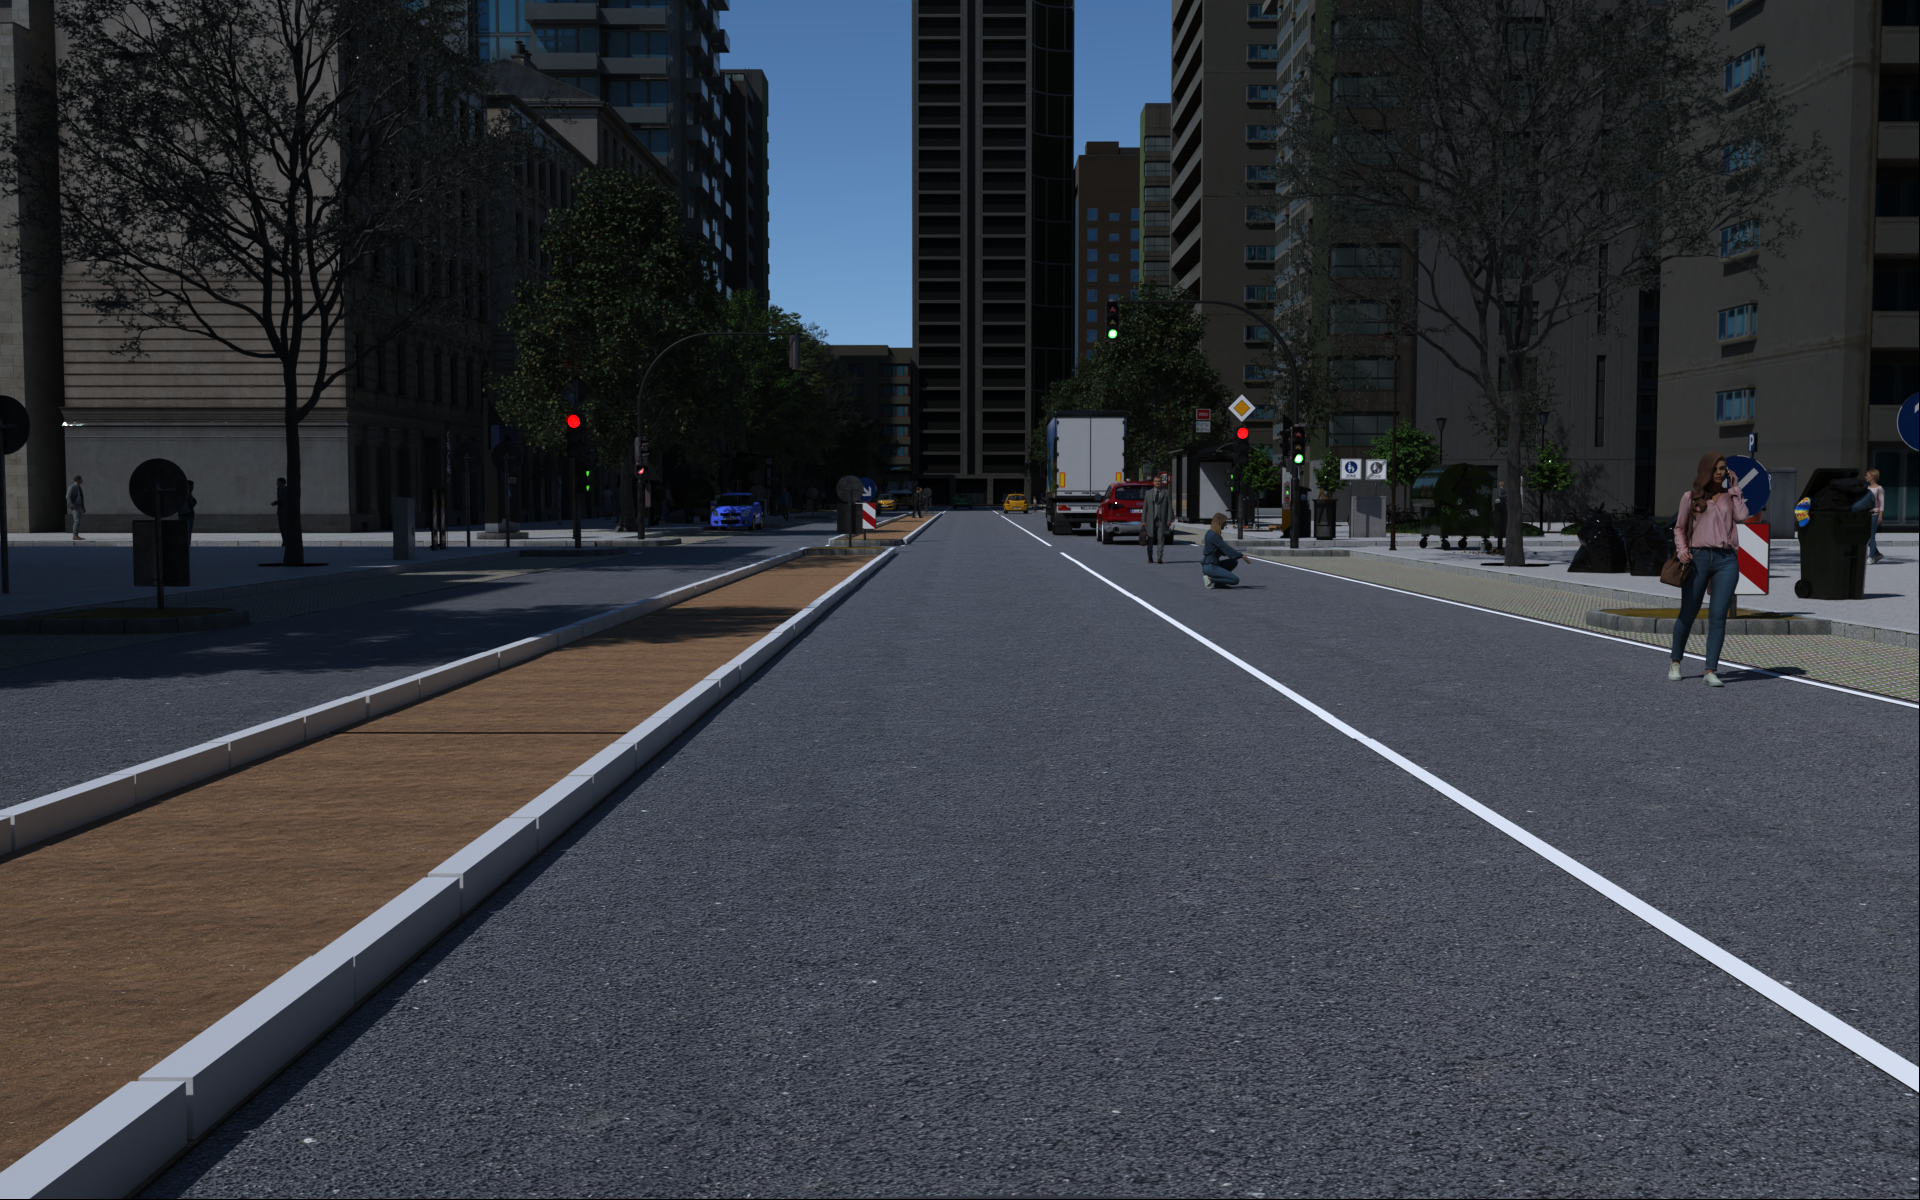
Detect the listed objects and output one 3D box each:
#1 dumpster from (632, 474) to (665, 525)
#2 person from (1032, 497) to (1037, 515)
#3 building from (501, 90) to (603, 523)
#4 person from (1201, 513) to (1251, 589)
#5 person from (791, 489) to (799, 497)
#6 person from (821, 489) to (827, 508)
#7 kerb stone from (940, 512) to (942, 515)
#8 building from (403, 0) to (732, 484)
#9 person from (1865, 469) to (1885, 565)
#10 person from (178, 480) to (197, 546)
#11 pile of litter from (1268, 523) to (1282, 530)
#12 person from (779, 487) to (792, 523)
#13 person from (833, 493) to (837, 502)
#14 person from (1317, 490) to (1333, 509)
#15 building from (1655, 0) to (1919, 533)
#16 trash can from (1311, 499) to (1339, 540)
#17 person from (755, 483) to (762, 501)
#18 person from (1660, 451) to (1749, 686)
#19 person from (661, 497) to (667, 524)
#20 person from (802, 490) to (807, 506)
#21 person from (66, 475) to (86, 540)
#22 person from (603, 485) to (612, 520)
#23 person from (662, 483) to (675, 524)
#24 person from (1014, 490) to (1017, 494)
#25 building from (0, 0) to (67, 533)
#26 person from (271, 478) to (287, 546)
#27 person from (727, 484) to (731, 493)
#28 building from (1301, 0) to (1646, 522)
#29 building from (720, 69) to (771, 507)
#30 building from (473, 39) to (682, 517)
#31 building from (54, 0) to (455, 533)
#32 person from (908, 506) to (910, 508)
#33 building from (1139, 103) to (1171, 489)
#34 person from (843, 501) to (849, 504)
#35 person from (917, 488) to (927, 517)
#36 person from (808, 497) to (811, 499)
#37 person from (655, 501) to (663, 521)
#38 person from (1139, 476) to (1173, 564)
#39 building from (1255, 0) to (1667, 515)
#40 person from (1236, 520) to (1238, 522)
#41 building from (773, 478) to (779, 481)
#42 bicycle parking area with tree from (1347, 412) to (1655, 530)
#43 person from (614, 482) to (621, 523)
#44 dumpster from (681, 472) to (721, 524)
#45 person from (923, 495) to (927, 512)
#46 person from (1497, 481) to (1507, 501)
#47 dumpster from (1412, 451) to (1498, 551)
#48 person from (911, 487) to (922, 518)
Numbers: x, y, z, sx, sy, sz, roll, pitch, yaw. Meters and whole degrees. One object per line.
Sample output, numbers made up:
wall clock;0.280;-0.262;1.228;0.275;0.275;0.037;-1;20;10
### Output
dumpster;-12.816;-4.129;70.000;1.502;2.255;1.985;0;4;0
person;5.217;-6.582;120.803;0.332;1.250;0.352;-2;4;-25
building;-24.048;-14.387;84.385;9.793;20.994;18.267;0;4;0
person;4.015;-0.751;26.271;0.738;1.151;1.012;0;4;6
person;-17.558;-11.001;185.548;1.348;1.869;0.705;0;4;-2
person;-12.374;-9.237;158.012;0.436;1.711;0.756;3;5;44
kerb stone;-1.372;-5.272;108.400;0.120;0.150;1.000;0;4;0
building;-30.491;-31.739;138.540;23.786;49.044;30.456;0;4;0
person;16.618;-1.519;31.556;0.598;1.740;0.731;-2;4;-24
person;-19.455;-2.121;43.528;0.623;1.781;0.721;1;4;13
pile of litter;11.605;-2.933;61.922;1.176;0.858;1.719;0;4;4
person;-8.534;-4.649;84.858;0.601;1.785;0.444;2;4;30
person;-13.550;-11.321;191.660;1.217;1.766;0.721;1;4;18
person;15.746;-4.213;74.839;0.656;1.842;0.836;-2;4;-26
building;38.982;-27.003;65.205;21.600;48.544;21.300;0;4;0
trash can;10.165;-2.238;48.250;0.748;1.137;0.748;0;3;0
person;-10.753;-5.210;91.091;0.638;1.841;0.748;-1;4;-21
person;5.615;-0.246;13.117;0.593;1.750;0.643;1;4;16
person;-12.882;-3.987;75.508;0.425;1.301;0.394;1;4;21
person;-16.394;-10.697;181.859;0.541;1.710;0.530;3;5;41
person;-24.808;-2.599;48.641;0.391;1.810;0.635;-1;4;-9
person;-17.540;-4.864;86.143;0.480;1.755;0.524;-3;4;-36
person;-12.548;-4.134;74.232;0.643;1.750;0.593;-2;4;-34
person;4.657;-8.331;145.435;1.217;1.735;0.721;0;4;-1
building;-38.831;-12.632;61.282;16.860;20.320;10.420;0;4;0
person;-17.150;-2.166;43.725;0.447;1.846;0.655;-1;4;-9
person;-12.395;-5.265;92.142;0.388;1.821;0.555;-3;5;-42
building;23.868;-19.146;84.742;14.160;30.474;14.107;0;4;0
building;-25.586;-29.259;161.974;14.154;41.232;14.086;0;4;0
building;-25.200;-18.904;106.339;12.463;27.353;25.104;0;4;0
building;-24.663;-13.210;65.136;9.793;20.994;18.267;0;4;0
person;-5.008;-10.083;173.450;0.705;1.812;1.348;2;4;27
building;25.923;-30.636;184.493;14.154;41.232;14.086;0;4;0
person;-8.632;-7.452;130.794;0.683;1.767;0.568;-1;4;-11
person;-2.398;-5.969;106.281;0.709;1.800;0.728;-3;5;-41
person;-15.910;-10.645;183.272;0.628;1.438;0.799;-2;4;-32
person;-14.470;-4.687;82.858;0.592;1.802;0.473;-1;4;-12
person;4.044;-1.665;35.823;0.694;1.812;0.767;1;4;8
building;33.609;-25.659;111.410;32.217;40.220;23.993;0;4;0
person;12.589;-4.379;78.064;0.534;1.772;0.576;3;5;42
building;-34.293;-32.147;180.229;28.867;44.769;22.147;0;4;0
bicycle parking area with tree;19.438;-4.654;63.092;9.016;4.147;8.231;-1;4;-13
person;-15.090;-4.310;76.688;0.466;1.800;0.511;3;5;43
dumpster;-11.200;-4.423;74.815;1.502;2.255;1.985;0;4;0
person;-2.700;-7.472;133.901;0.697;1.427;0.421;2;4;27
person;22.481;-4.002;71.649;0.590;1.801;0.661;2;4;24
dumpster;11.435;-2.296;40.031;1.502;2.255;1.985;0;3;0
person;-2.500;-5.785;102.856;0.755;1.850;0.659;-1;4;-13
